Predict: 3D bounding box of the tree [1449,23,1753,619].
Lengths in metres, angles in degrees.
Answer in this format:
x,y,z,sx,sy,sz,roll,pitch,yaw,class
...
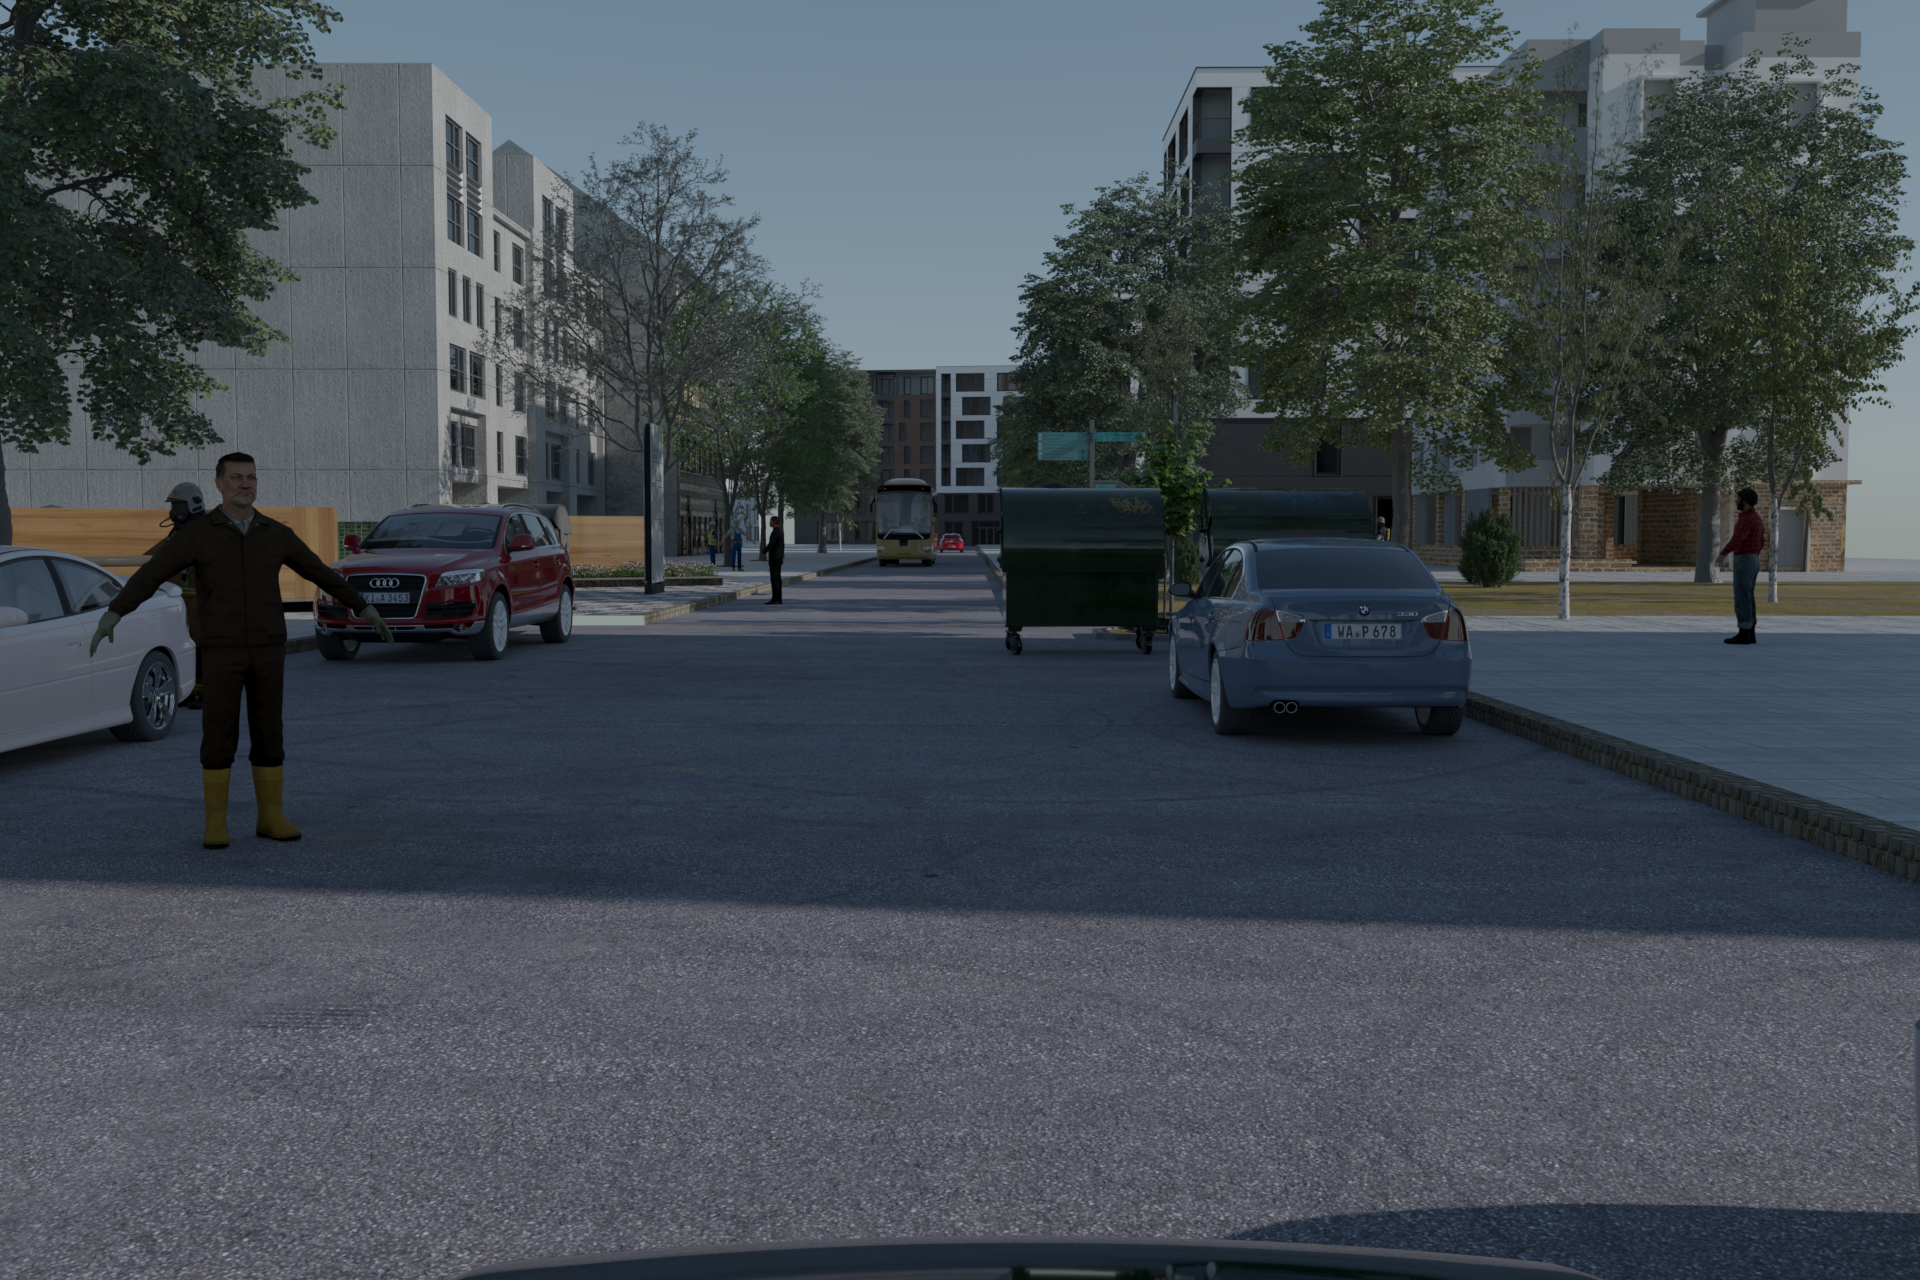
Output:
x,y,z,sx,sy,sz,roll,pitch,yaw,class
8.911,-4.625,25.982,4.360,8.622,3.978,0,3,0,tree

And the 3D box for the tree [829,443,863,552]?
x,y,z,sx,sy,sz,roll,pitch,yaw,class
-8.884,-10.778,126.583,4.737,8.622,4.395,0,3,0,tree

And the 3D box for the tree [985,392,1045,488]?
x,y,z,sx,sy,sz,roll,pitch,yaw,class
6.691,-13.844,133.004,9.857,13.997,8.962,0,3,0,tree

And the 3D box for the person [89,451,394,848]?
x,y,z,sx,sy,sz,roll,pitch,yaw,class
-3.320,0.035,8.029,1.346,1.812,0.704,-3,5,-39,person

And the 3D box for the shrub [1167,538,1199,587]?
x,y,z,sx,sy,sz,roll,pitch,yaw,class
5.538,-1.903,42.233,1.383,1.207,1.383,0,3,0,shrub

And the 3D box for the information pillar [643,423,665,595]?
x,y,z,sx,sy,sz,roll,pitch,yaw,class
-6.616,-2.821,37.437,0.184,3.620,1.656,0,4,-1,information pillar

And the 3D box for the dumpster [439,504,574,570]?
x,y,z,sx,sy,sz,roll,pitch,yaw,class
-6.619,-1.027,25.007,1.865,1.857,1.264,0,4,0,dumpster

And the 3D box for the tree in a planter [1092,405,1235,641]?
x,y,z,sx,sy,sz,roll,pitch,yaw,class
2.861,-1.642,24.072,1.991,3.239,1.994,0,4,1,tree in a planter

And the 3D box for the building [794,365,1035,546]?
x,y,z,sx,sy,sz,roll,pitch,yaw,class
-3.066,-23.065,223.546,32.646,21.610,27.936,1,4,8,building

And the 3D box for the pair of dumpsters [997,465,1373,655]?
x,y,z,sx,sy,sz,roll,pitch,yaw,class
2.662,-0.981,20.998,4.436,2.255,1.574,0,4,-1,pair of dumpsters

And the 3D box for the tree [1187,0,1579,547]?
x,y,z,sx,sy,sz,roll,pitch,yaw,class
8.133,-7.040,33.234,7.486,12.596,7.792,0,3,0,tree

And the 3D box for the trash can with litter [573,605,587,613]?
x,y,z,sx,sy,sz,roll,pitch,yaw,class
-6.885,-1.094,28.938,1.678,1.210,2.233,0,4,1,trash can with litter

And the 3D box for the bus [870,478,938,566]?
x,y,z,sx,sy,sz,roll,pitch,yaw,class
-2.389,-5.414,80.060,2.896,3.916,12.252,0,4,0,bus

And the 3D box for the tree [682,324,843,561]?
x,y,z,sx,sy,sz,roll,pitch,yaw,class
-9.369,-9.531,81.591,9.928,11.665,9.643,0,3,0,tree

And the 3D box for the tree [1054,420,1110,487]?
x,y,z,sx,sy,sz,roll,pitch,yaw,class
6.612,-8.681,92.300,4.737,8.622,4.395,0,3,0,tree

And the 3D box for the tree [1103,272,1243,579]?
x,y,z,sx,sy,sz,roll,pitch,yaw,class
5.726,-6.046,49.212,4.360,8.622,3.978,0,3,0,tree

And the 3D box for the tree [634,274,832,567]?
x,y,z,sx,sy,sz,roll,pitch,yaw,class
-8.983,-8.675,67.591,9.928,11.665,9.643,0,3,0,tree

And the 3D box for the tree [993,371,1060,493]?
x,y,z,sx,sy,sz,roll,pitch,yaw,class
5.866,-12.127,116.407,7.486,12.596,7.792,0,3,0,tree

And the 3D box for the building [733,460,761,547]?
x,y,z,sx,sy,sz,roll,pitch,yaw,class
-25.854,-14.924,186.155,9.099,9.664,28.070,0,4,0,building

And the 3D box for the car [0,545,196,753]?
x,y,z,sx,sy,sz,roll,pitch,yaw,class
-6.486,0.103,10.686,2.083,1.381,4.827,0,4,1,car

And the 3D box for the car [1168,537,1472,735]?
x,y,z,sx,sy,sz,roll,pitch,yaw,class
2.699,-0.100,13.632,2.014,1.417,4.499,0,4,1,car

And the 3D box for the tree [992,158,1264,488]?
x,y,z,sx,sy,sz,roll,pitch,yaw,class
5.658,-9.377,59.969,9.857,13.997,8.962,0,3,0,tree

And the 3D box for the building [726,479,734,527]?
x,y,z,sx,sy,sz,roll,pitch,yaw,class
-27.352,-18.382,156.966,16.016,20.090,11.380,0,4,1,building

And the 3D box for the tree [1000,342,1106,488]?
x,y,z,sx,sy,sz,roll,pitch,yaw,class
6.235,-11.259,102.217,7.486,12.596,7.792,0,3,0,tree

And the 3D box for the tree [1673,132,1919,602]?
x,y,z,sx,sy,sz,roll,pitch,yaw,class
15.483,-5.005,32.202,4.737,8.622,4.395,0,3,0,tree

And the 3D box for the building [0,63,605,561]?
x,y,z,sx,sy,sz,roll,pitch,yaw,class
-28.221,-13.127,81.077,16.747,18.905,31.486,0,4,0,building

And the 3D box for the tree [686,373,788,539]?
x,y,z,sx,sy,sz,roll,pitch,yaw,class
-9.931,-7.540,73.649,4.360,8.622,3.978,0,3,0,tree

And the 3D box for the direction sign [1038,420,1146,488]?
x,y,z,sx,sy,sz,roll,pitch,yaw,class
3.073,-3.131,39.953,2.525,3.948,1.411,0,4,1,direction sign

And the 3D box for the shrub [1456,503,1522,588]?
x,y,z,sx,sy,sz,roll,pitch,yaw,class
12.732,-2.278,41.663,1.690,2.028,1.600,0,3,0,shrub

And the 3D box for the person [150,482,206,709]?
x,y,z,sx,sy,sz,roll,pitch,yaw,class
-6.352,-0.368,14.241,1.354,1.858,0.705,2,4,29,person

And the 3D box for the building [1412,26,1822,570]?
x,y,z,sx,sy,sz,roll,pitch,yaw,class
24.073,-13.118,70.907,16.016,20.090,11.380,0,4,0,building

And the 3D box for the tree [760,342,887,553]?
x,y,z,sx,sy,sz,roll,pitch,yaw,class
-9.324,-12.852,116.783,9.857,13.997,8.962,0,3,0,tree

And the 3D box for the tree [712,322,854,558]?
x,y,z,sx,sy,sz,roll,pitch,yaw,class
-9.454,-10.603,91.493,7.486,12.596,7.792,0,3,0,tree

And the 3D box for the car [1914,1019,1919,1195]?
x,y,z,sx,sy,sz,roll,pitch,yaw,class
2.609,0.657,1.268,2.014,1.417,4.499,0,4,0,car

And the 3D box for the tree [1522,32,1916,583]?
x,y,z,sx,sy,sz,roll,pitch,yaw,class
19.697,-8.489,45.455,9.857,13.997,8.962,0,3,0,tree

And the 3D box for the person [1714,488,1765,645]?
x,y,z,sx,sy,sz,roll,pitch,yaw,class
9.142,-0.863,20.225,0.704,1.816,1.345,3,5,41,person

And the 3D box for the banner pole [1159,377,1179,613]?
x,y,z,sx,sy,sz,roll,pitch,yaw,class
3.391,-2.288,27.420,0.401,3.779,0.863,0,4,-1,banner pole

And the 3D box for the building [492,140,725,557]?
x,y,z,sx,sy,sz,roll,pitch,yaw,class
-25.000,-16.830,106.094,19.493,23.208,18.063,0,4,1,building

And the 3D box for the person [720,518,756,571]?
x,y,z,sx,sy,sz,roll,pitch,yaw,class
-7.743,-3.320,60.141,1.347,1.847,0.705,-2,4,-34,person

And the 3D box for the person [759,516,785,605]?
x,y,z,sx,sy,sz,roll,pitch,yaw,class
-3.783,-1.625,35.252,0.704,1.802,1.346,1,4,11,person

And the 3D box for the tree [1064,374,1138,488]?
x,y,z,sx,sy,sz,roll,pitch,yaw,class
6.046,-7.506,73.081,4.360,8.622,3.978,0,3,0,tree

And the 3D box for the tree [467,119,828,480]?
x,y,z,sx,sy,sz,roll,pitch,yaw,class
-9.061,-8.590,50.810,12.009,13.543,11.850,0,3,0,tree

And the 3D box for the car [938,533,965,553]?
x,y,z,sx,sy,sz,roll,pitch,yaw,class
-0.655,-7.603,133.343,2.155,1.783,4.494,0,4,-1,car

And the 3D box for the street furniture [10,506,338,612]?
x,y,z,sx,sy,sz,roll,pitch,yaw,class
-13.461,-1.452,30.593,9.812,1.723,11.010,-3,5,-43,street furniture

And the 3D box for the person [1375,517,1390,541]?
x,y,z,sx,sy,sz,roll,pitch,yaw,class
14.205,-3.231,58.607,0.705,1.856,1.354,2,4,23,person

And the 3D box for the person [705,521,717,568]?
x,y,z,sx,sy,sz,roll,pitch,yaw,class
-9.479,-3.625,65.731,0.721,1.772,1.216,-2,4,-23,person

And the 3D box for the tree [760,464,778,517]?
x,y,z,sx,sy,sz,roll,pitch,yaw,class
-26.172,-17.360,218.249,7.601,10.594,8.767,0,4,-2,tree

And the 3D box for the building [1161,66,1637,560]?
x,y,z,sx,sy,sz,roll,pitch,yaw,class
24.443,-15.185,92.250,27.936,21.610,32.646,0,4,1,building

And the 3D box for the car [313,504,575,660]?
x,y,z,sx,sy,sz,roll,pitch,yaw,class
-6.209,-0.776,21.358,2.281,1.827,5.304,0,4,1,car

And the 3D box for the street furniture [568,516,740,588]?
x,y,z,sx,sy,sz,roll,pitch,yaw,class
-9.294,-2.252,43.677,11.010,1.723,9.812,-2,4,-32,street furniture

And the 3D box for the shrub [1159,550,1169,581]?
x,y,z,sx,sy,sz,roll,pitch,yaw,class
5.145,-2.153,46.323,1.383,1.207,1.383,0,3,0,shrub

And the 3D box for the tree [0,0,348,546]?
x,y,z,sx,sy,sz,roll,pitch,yaw,class
-12.848,-7.083,22.456,9.857,13.997,8.962,0,3,0,tree

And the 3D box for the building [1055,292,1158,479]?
x,y,z,sx,sy,sz,roll,pitch,yaw,class
22.485,-19.477,162.431,27.936,21.610,32.646,0,3,0,building
